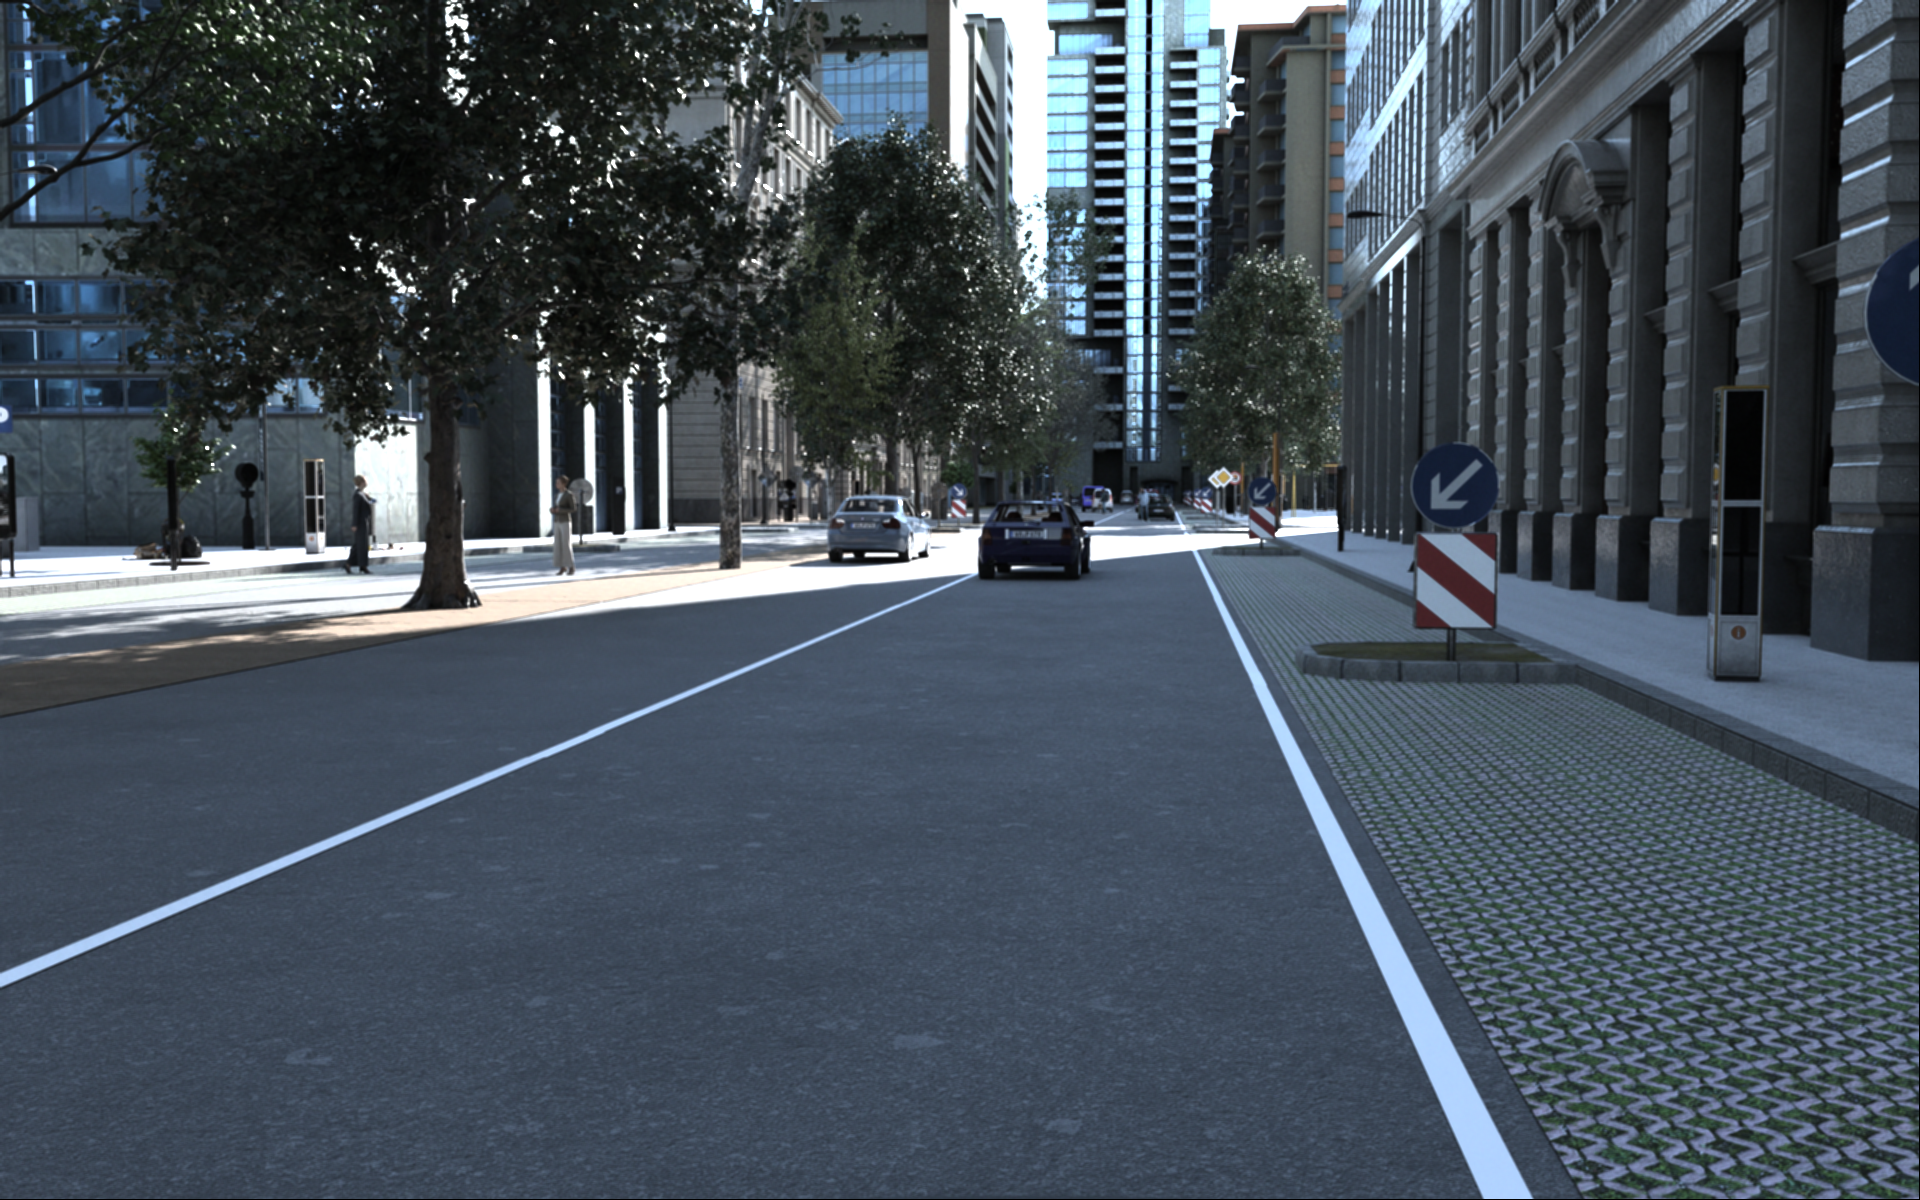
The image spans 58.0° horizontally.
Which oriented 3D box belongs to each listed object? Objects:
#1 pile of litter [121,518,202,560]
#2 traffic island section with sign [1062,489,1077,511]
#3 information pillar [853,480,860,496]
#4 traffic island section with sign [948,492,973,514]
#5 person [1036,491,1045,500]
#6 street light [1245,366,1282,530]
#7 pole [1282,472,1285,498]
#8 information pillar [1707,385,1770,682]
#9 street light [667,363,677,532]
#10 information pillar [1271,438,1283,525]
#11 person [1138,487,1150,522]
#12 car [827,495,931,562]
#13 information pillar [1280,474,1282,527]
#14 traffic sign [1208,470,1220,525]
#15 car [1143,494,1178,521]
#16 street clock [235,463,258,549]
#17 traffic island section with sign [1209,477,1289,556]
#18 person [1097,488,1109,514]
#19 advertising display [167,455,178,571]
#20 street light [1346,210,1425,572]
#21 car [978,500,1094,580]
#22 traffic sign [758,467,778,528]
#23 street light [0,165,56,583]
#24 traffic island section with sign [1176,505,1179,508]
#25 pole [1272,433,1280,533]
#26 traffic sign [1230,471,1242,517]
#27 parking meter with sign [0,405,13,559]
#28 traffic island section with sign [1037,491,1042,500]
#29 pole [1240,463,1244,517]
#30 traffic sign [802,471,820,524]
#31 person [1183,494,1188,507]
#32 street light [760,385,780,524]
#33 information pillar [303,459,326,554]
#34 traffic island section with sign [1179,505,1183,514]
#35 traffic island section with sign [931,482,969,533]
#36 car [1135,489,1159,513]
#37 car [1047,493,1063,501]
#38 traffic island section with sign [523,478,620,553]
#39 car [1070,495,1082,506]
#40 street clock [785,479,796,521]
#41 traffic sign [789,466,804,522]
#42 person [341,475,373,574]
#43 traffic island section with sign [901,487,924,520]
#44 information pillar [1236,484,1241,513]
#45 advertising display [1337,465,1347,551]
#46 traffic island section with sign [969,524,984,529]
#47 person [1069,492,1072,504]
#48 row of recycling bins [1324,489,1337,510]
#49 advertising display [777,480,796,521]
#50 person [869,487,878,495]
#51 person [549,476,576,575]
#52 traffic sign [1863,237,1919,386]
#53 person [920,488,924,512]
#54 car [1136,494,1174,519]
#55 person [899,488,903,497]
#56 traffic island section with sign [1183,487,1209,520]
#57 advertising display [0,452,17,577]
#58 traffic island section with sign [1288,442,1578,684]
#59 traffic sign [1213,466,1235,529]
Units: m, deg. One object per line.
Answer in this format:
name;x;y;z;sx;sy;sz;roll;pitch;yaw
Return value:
pile of litter;-15.838;-1.250;34.400;1.176;0.858;1.719;3;5;41
traffic island section with sign;8.922;-8.471;146.634;2.006;1.907;1.989;0;4;7
information pillar;-5.657;-5.494;94.312;0.304;2.012;0.304;0;4;-1
traffic island section with sign;0.223;-7.118;125.012;1.989;1.847;2.006;0;4;7
person;8.804;-11.146;191.450;1.217;1.736;0.721;-2;4;-25
street light;11.002;-5.517;62.749;1.470;5.913;1.316;0;4;7
pole;26.070;-8.910;139.529;0.158;3.312;0.155;0;3;0
information pillar;5.343;-0.453;11.906;0.304;2.012;0.304;1;4;14
street light;-9.347;-5.300;59.201;1.470;5.913;1.316;0;4;7
information pillar;13.354;-4.987;72.890;0.504;3.616;0.183;-1;4;-13
person;9.439;-4.895;88.792;0.793;1.790;0.793;-2;4;-30
car;-1.735;-1.575;37.750;2.014;1.417;4.499;0;4;7
information pillar;11.681;-3.622;63.716;0.304;2.012;0.304;0;4;3
traffic sign;10.542;-4.122;71.035;0.795;2.450;0.064;0;4;7
car;10.685;-5.089;92.987;2.009;1.686;4.222;0;4;7
street clock;-16.570;-2.184;40.281;0.358;2.002;0.471;2;4;31
traffic island section with sign;6.960;-1.966;40.775;1.989;1.847;2.006;0;4;7
person;10.093;-6.943;122.003;0.794;1.824;0.713;-3;5;-40
advertising display;-13.295;-1.470;29.249;0.123;1.923;0.974;-2;4;-23
street light;7.021;-3.420;28.458;1.470;5.913;1.316;0;4;7
car;1.353;-1.091;30.425;1.945;1.354;3.894;0;4;8
traffic sign;-7.228;-3.761;65.127;0.795;2.450;0.064;0;4;7
street light;-13.445;-3.187;24.655;1.470;5.913;1.316;0;4;7
traffic island section with sign;22.659;-10.012;172.327;1.989;1.847;2.006;0;4;7
pole;10.520;-3.905;57.693;0.158;3.312;0.155;0;3;0
traffic sign;15.228;-5.864;95.977;0.768;2.556;0.104;0;4;8
parking meter with sign;-19.254;-2.346;34.611;0.543;3.016;1.738;-2;4;-32
traffic island section with sign;9.283;-11.759;200.892;1.989;1.847;2.006;0;4;7
pole;15.879;-6.337;97.448;0.158;3.312;0.155;0;3;0
traffic sign;-6.281;-4.246;73.056;0.795;2.450;0.064;0;4;7
person;23.886;-10.580;182.002;0.721;1.766;1.217;-3;4;-38
street light;-7.771;-6.147;73.051;1.470;5.913;1.316;0;4;7
information pillar;-13.740;-1.980;36.870;0.304;2.012;0.304;1;4;10
traffic island section with sign;16.822;-7.018;123.378;1.989;1.847;2.006;0;4;7
traffic island section with sign;-0.864;-3.458;64.668;2.006;1.907;1.989;0;4;7
car;14.825;-7.782;135.908;2.281;1.827;5.304;0;4;7
car;9.995;-10.431;180.137;1.945;1.707;3.694;0;4;7
traffic island section with sign;-9.563;-2.104;43.021;1.989;1.847;2.006;0;4;7
car;13.356;-11.586;202.004;1.945;1.354;3.894;0;4;8
street clock;-7.952;-4.684;81.153;0.471;2.002;0.358;-2;4;-24
traffic sign;-7.377;-4.780;78.256;0.768;2.556;0.104;1;4;10
person;-10.749;-1.346;30.934;0.534;1.772;0.576;-2;4;-35
traffic island section with sign;-3.059;-5.436;97.513;1.989;1.847;2.006;0;4;7
information pillar;19.432;-7.094;120.481;0.304;2.012;0.304;2;4;28
advertising display;8.616;-2.073;39.108;0.123;1.923;0.974;1;4;18
traffic island section with sign;0.024;-3.907;72.022;2.006;1.907;1.989;0;4;7
person;12.425;-11.328;194.420;0.721;1.735;1.217;0;4;6
row of recycling bins;30.447;-7.912;136.481;3.534;1.692;1.069;1;4;17
advertising display;-8.110;-4.672;81.593;0.974;1.923;0.123;0;4;4
person;-3.863;-4.317;79.277;0.606;1.804;0.583;3;5;40
person;-7.072;-1.325;30.707;0.519;1.759;0.362;3;4;38
traffic sign;4.804;-0.513;8.495;0.768;2.556;0.104;1;4;11
person;-2.476;-5.854;104.404;0.606;1.804;0.583;-3;5;-41
car;11.176;-5.356;99.367;2.131;1.459;4.920;0;4;7
person;-3.096;-4.799;87.517;0.362;1.759;0.519;-2;4;-30
traffic island section with sign;13.619;-5.381;96.613;1.989;1.847;2.006;0;4;7
advertising display;-15.148;-1.332;26.986;0.974;1.923;0.123;1;4;15
traffic island section with sign;3.764;-0.329;14.010;1.989;1.847;2.006;0;4;7
traffic sign;9.595;-3.637;63.106;0.795;2.450;0.064;0;4;7
